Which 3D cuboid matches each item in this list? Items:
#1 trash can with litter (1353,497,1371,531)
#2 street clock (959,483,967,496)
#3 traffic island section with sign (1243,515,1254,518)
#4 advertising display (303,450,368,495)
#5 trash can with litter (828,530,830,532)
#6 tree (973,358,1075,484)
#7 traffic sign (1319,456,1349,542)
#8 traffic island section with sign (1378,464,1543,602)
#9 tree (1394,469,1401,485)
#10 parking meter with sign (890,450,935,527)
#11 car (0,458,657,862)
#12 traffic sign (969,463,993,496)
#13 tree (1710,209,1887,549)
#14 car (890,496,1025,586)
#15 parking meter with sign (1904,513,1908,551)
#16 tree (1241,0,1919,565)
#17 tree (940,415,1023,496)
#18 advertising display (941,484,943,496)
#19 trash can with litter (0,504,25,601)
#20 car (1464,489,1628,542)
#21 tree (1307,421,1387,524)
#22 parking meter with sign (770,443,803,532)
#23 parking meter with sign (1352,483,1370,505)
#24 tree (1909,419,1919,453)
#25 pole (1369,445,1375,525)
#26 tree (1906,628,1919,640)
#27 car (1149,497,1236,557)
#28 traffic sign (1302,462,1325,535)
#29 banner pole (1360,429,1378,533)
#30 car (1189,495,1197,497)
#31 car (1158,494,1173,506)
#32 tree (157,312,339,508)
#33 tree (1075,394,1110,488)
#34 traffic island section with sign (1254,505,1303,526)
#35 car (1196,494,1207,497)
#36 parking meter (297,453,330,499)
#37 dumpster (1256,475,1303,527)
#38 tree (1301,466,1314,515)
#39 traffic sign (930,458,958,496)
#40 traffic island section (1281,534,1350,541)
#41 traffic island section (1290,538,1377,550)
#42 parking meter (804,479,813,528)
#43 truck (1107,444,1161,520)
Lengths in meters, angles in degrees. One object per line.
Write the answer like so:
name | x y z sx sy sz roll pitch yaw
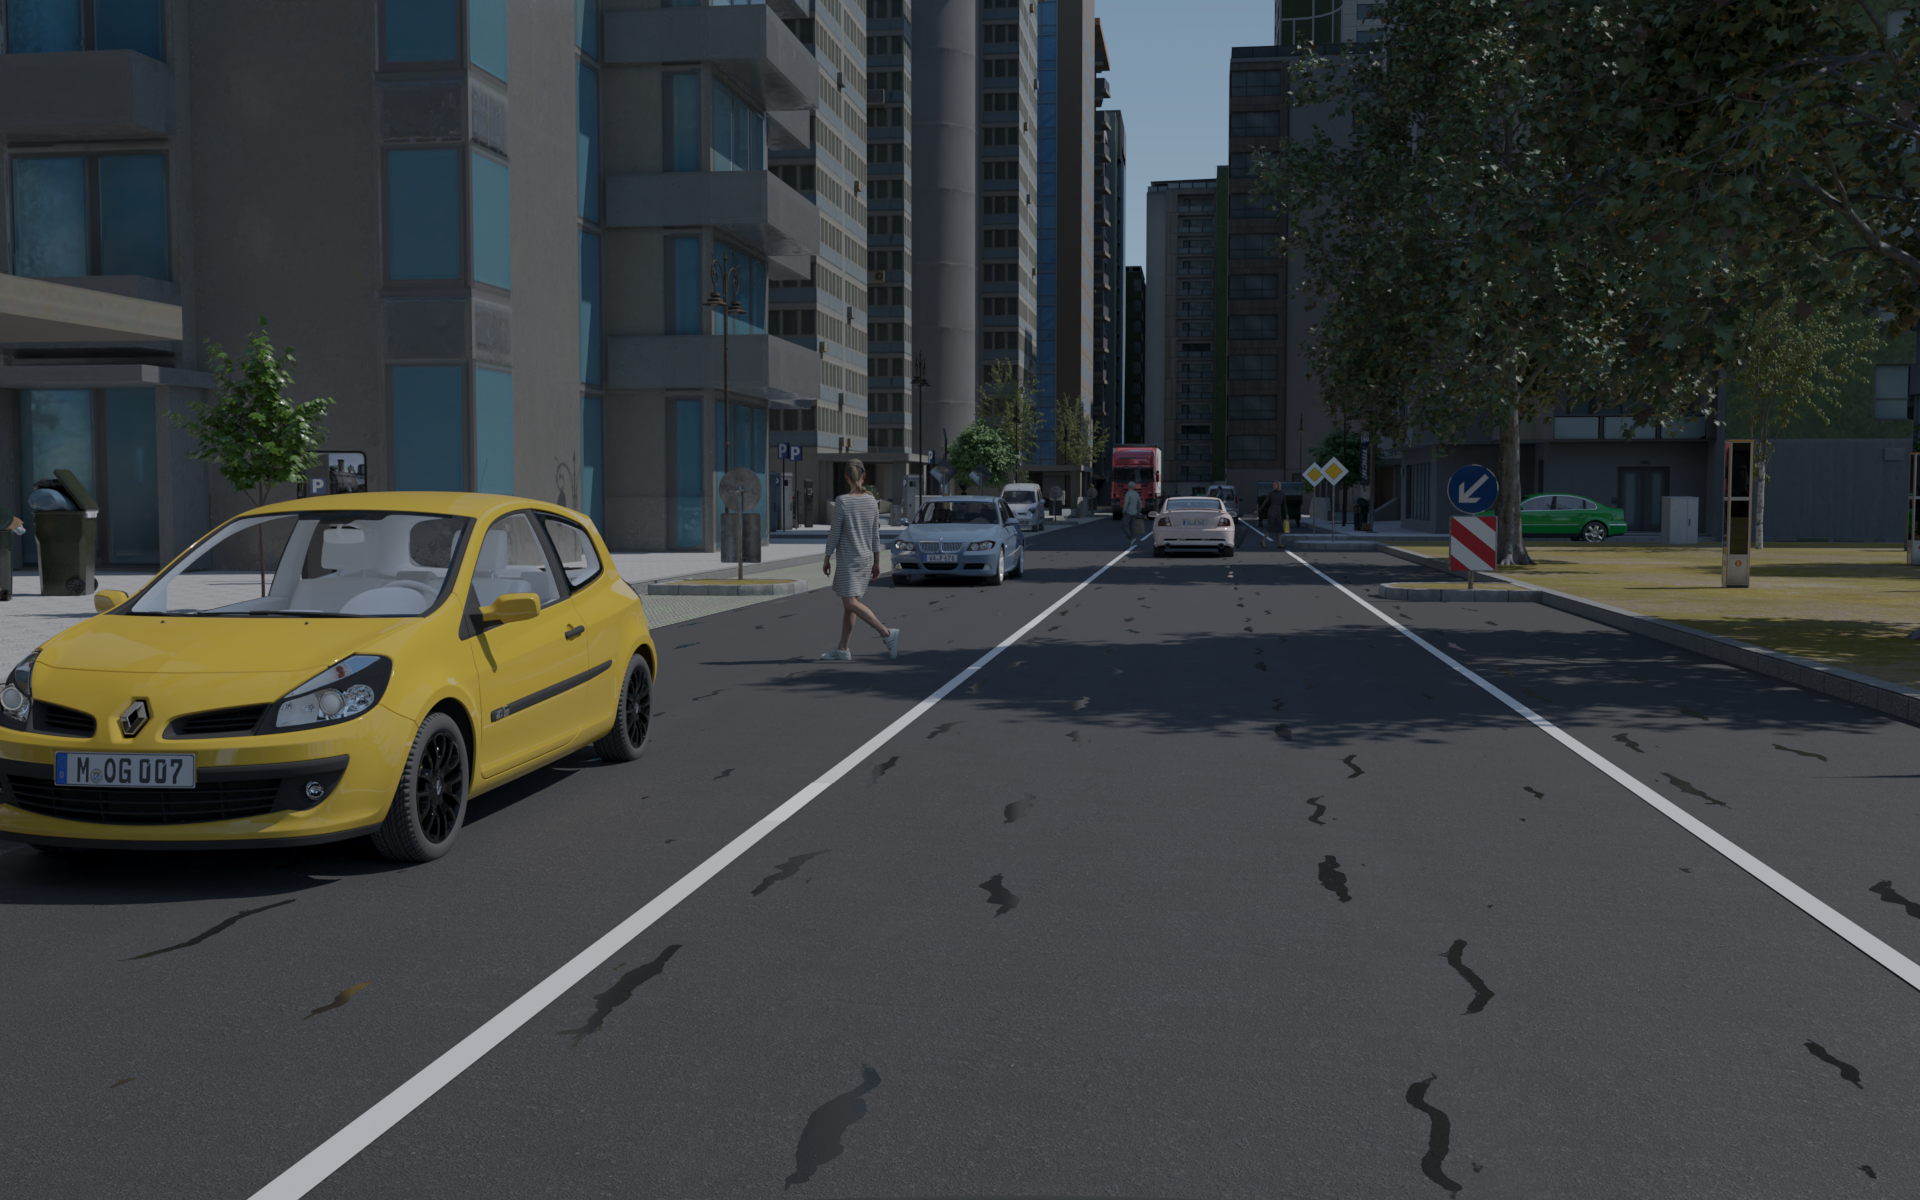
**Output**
trash can with litter | 14.003 -2.968 59.906 0.624 1.170 1.055 -1 4 -10
street clock | 0.186 -4.941 85.353 0.358 2.002 0.471 -3 5 -40
traffic island section with sign | 18.395 -5.967 106.187 1.989 1.847 2.006 0 4 8
advertising display | -9.284 -1.251 25.671 0.974 1.923 0.123 -1 4 -16
trash can with litter | -3.645 -2.908 58.607 1.678 1.210 2.233 -1 4 -12
tree | 2.769 -8.696 92.549 4.737 8.622 4.395 0 3 0
traffic sign | 9.951 -2.601 46.167 0.795 2.450 0.064 0 4 8
traffic island section with sign | 6.863 -0.938 23.966 1.989 1.847 2.006 0 4 8
tree | 18.090 -4.494 68.083 1.663 3.219 1.824 0 3 0
parking meter with sign | -1.895 -4.414 68.430 1.738 3.016 0.543 -1 4 -23
car | -2.719 0.133 8.045 2.015 1.641 3.980 0 4 7
traffic sign | 0.669 -3.175 55.546 0.795 2.450 0.064 0 4 8
tree | 18.833 -5.486 40.056 4.737 8.622 4.395 0 3 0
car | 0.036 -1.025 28.755 2.014 1.417 4.499 1 4 9
parking meter with sign | 22.020 -2.625 39.173 1.738 3.016 0.543 -3 4 -36
tree | 10.034 -7.005 31.542 9.611 12.733 9.660 0 3 0
tree | 0.988 -5.718 77.207 4.285 4.588 4.351 0 3 0
advertising display | -1.162 -5.652 97.624 0.974 1.923 0.123 3 5 43
trash can with litter | -11.489 -0.560 20.546 0.624 1.170 1.055 -1 4 -22
car | 16.499 -2.483 49.388 4.718 1.807 1.959 0 4 7
tree | 16.842 -5.602 75.311 4.285 4.588 4.351 0 3 0
parking meter with sign | -6.358 -4.003 61.716 0.543 3.016 1.738 2 4 33
parking meter with sign | 24.028 -6.476 102.142 1.738 3.016 0.543 1 4 9
tree | 34.961 -5.011 65.642 4.285 4.588 4.351 0 3 0
pole | 17.148 -4.786 72.089 0.158 3.312 0.155 0 3 0
tree | 9.033 -5.983 14.825 9.611 12.733 9.660 0 3 0
car | 5.498 -1.747 40.924 2.083 1.381 4.827 0 4 7
traffic sign | 11.059 -3.085 54.075 0.795 2.450 0.064 0 4 8
banner pole | 13.559 -4.132 57.582 0.401 3.779 0.863 -2 4 -29
car | 19.691 -8.085 144.766 1.945 1.354 3.894 0 4 6
car | 24.153 -11.730 203.783 2.014 1.417 4.499 1 4 9
tree | -7.404 -1.461 18.486 1.663 3.219 1.824 0 3 0
tree | 8.481 -10.723 125.675 4.737 8.622 4.395 0 3 0
traffic island section with sign | 14.582 -4.308 79.062 1.989 1.847 2.006 0 4 8
car | 19.677 -7.968 139.071 1.959 1.807 4.718 1 4 10
parking meter | -9.268 -1.171 24.855 0.399 1.863 0.255 -3 5 -41
dumpster | 13.773 -4.267 74.720 1.985 2.255 1.502 0 4 8
tree | 21.154 -6.705 104.221 1.663 3.219 1.824 0 3 0
traffic sign | -0.439 -2.691 47.637 0.795 2.450 0.064 0 4 8
traffic island section | 11.083 -1.949 54.149 2.009 0.180 2.903 0 4 8
traffic island section | 9.975 -1.465 46.240 2.009 0.180 2.903 0 4 8
parking meter | -5.772 -3.689 66.022 0.255 1.863 0.399 -2 4 -24
truck | 10.095 -6.733 99.002 2.839 4.237 11.283 1 4 8
